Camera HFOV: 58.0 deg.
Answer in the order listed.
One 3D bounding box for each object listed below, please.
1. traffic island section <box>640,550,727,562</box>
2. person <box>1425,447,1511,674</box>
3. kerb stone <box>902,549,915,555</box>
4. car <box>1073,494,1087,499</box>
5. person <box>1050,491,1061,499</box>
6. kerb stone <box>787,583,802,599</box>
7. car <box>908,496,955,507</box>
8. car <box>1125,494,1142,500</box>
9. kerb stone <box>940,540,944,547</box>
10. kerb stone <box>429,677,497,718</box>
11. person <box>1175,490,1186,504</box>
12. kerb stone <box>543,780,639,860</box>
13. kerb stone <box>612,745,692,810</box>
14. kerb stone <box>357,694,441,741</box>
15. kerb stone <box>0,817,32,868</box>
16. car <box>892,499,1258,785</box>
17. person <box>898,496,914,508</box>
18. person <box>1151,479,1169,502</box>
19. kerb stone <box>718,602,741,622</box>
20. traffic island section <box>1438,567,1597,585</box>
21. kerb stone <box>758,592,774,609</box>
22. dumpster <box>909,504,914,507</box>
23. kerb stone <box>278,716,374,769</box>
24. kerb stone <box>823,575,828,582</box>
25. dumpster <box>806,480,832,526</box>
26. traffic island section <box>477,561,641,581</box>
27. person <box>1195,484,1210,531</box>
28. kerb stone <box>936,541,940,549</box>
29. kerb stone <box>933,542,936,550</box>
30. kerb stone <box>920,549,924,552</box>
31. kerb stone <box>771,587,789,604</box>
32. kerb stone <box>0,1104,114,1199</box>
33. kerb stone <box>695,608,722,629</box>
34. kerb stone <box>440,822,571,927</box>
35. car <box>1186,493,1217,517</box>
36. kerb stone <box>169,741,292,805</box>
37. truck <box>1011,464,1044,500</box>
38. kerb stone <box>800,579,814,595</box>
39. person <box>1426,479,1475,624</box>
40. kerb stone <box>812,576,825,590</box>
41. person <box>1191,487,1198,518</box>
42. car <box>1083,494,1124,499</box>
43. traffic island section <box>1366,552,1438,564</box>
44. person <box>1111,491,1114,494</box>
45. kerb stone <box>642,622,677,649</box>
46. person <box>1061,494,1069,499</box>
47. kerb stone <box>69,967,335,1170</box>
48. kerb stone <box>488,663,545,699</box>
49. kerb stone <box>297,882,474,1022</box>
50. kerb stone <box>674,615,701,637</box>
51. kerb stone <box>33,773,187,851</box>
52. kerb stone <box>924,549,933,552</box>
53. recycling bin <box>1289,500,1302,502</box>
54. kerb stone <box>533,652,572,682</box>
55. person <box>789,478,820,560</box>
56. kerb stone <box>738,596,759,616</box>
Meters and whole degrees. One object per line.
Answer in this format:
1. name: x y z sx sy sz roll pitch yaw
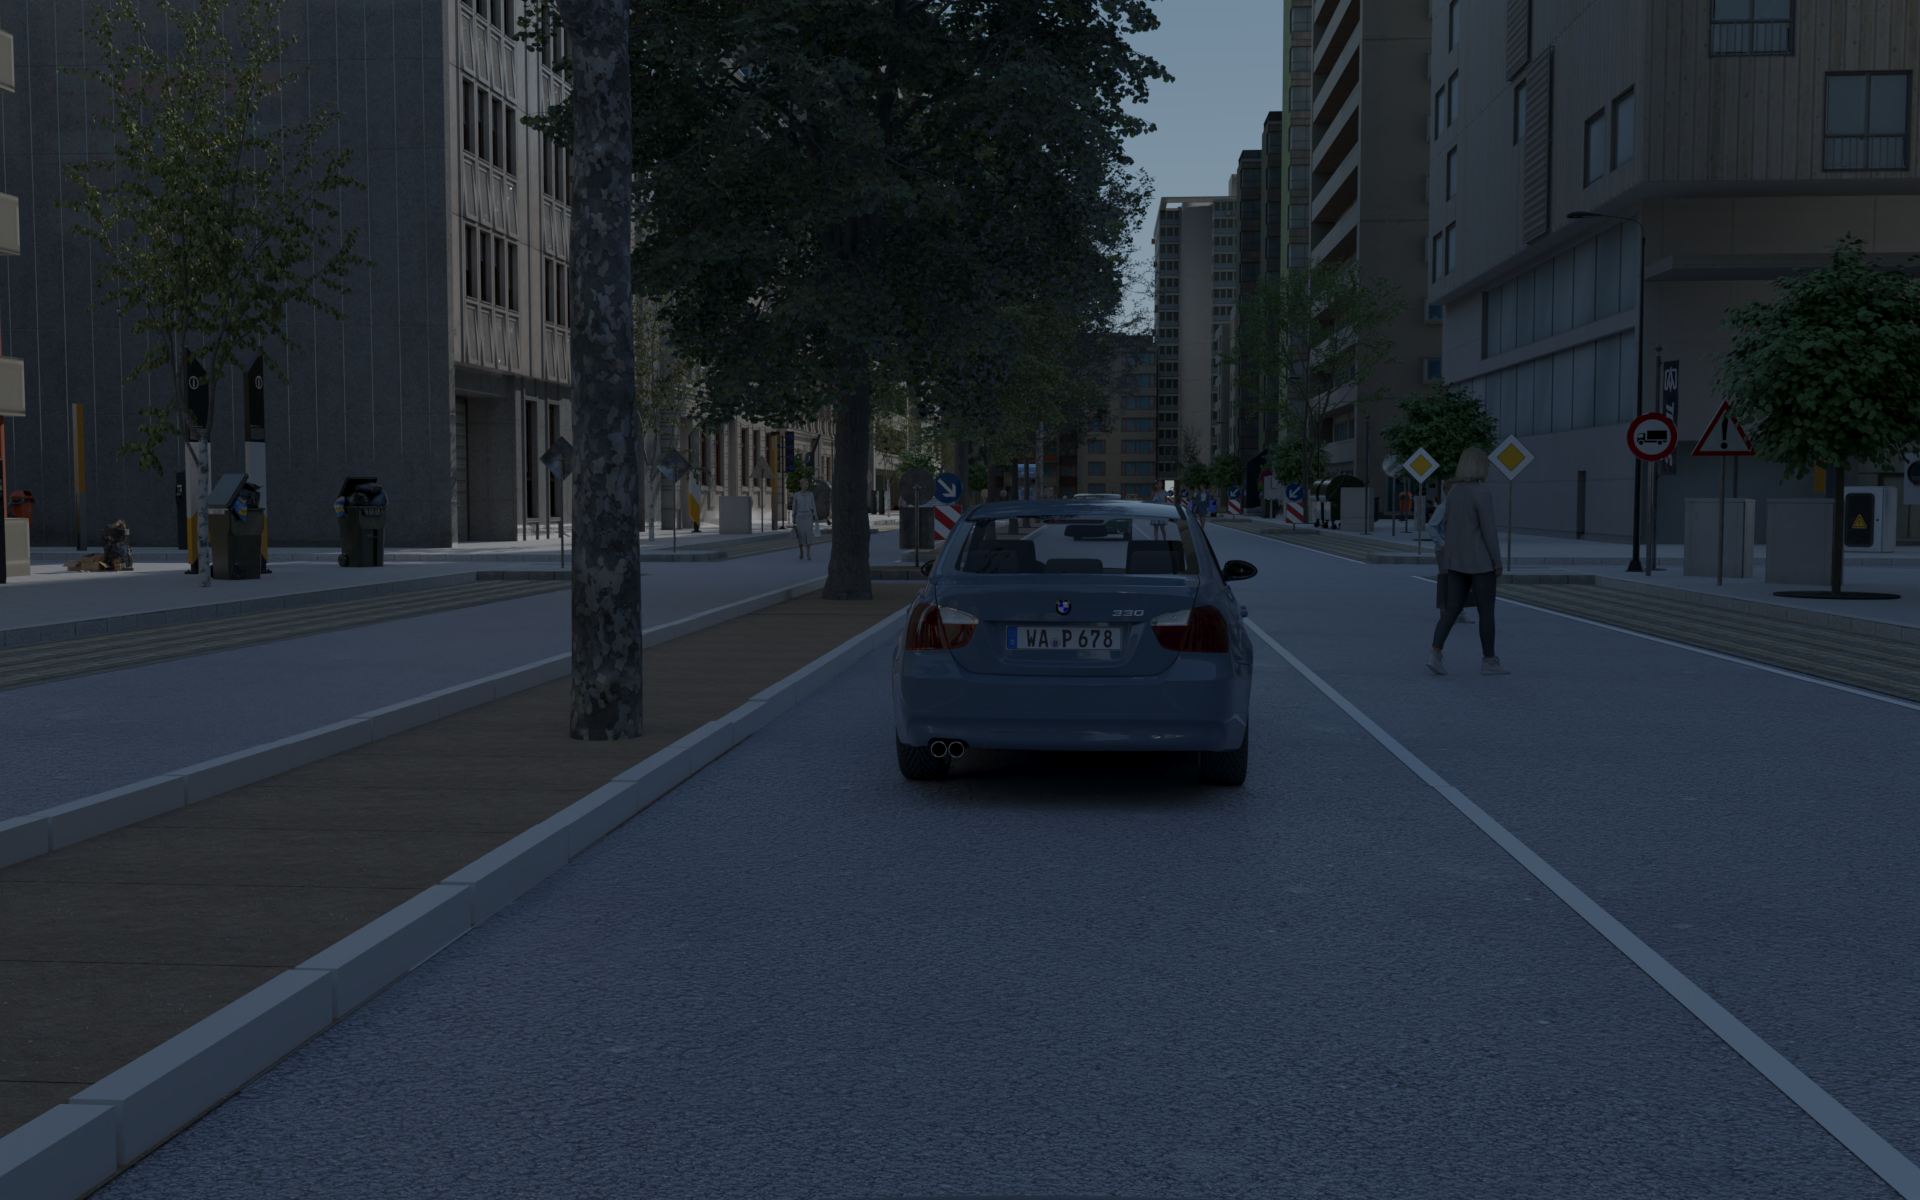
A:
1. traffic island section: -6.281 -0.961 37.992 2.009 0.180 2.903 0 4 5
2. person: 4.002 -0.312 13.790 0.728 1.800 0.709 -1 4 -22
3. kerb stone: -1.169 -1.006 38.641 0.120 0.150 1.000 0 4 5
4. car: 6.239 -4.610 85.595 2.015 1.641 3.980 0 4 6
5. person: 10.269 -10.901 186.825 1.348 1.812 0.705 0 4 0
6. kerb stone: -2.347 -0.095 23.746 0.120 0.150 1.000 0 4 5
7. car: -0.934 -3.360 67.292 2.083 1.381 4.827 0 4 5
8. car: 18.129 -10.520 182.223 2.015 1.641 3.980 0 4 5
9. kerb stone: -0.604 -1.444 45.812 0.120 0.150 1.000 0 4 5
10. kerb stone: -3.324 0.655 11.491 0.120 0.150 1.000 0 4 5
11. person: 18.430 -8.267 144.382 1.217 1.735 0.721 -2 4 -27
12. kerb stone: -1.545 0.920 7.250 0.120 0.150 1.000 0 4 5
13. kerb stone: -1.467 0.851 8.275 0.120 0.150 1.000 0 4 5
14. kerb stone: -3.400 0.717 10.472 0.120 0.150 1.000 0 4 5
15. kerb stone: -3.722 0.967 6.386 0.120 0.150 1.000 0 4 5
16. car: 0.706 0.130 9.885 2.014 1.417 4.499 0 4 6
17. person: -2.735 -4.725 86.022 0.850 1.792 0.678 3 4 39
18. person: 5.173 -2.239 45.199 0.616 1.811 0.778 1 4 23
19. kerb stone: -2.674 0.155 19.663 0.120 0.150 1.000 0 4 5
20. traffic island section: 9.130 -0.396 28.763 2.009 0.180 2.903 0 4 5
21. kerb stone: -2.513 0.032 21.700 0.120 0.150 1.000 0 4 5
22. dumpster: -2.868 -6.383 106.862 1.502 2.255 1.985 0 4 4
23. kerb stone: -3.483 0.788 9.452 0.120 0.150 1.000 0 4 5
24. kerb stone: -2.109 -0.279 26.808 0.120 0.150 1.000 0 4 5
25. dumpster: -5.759 -3.985 70.914 1.264 1.857 1.865 0 4 5
26. traffic island section: -6.911 -0.474 30.032 2.009 0.180 2.903 0 4 5
27. person: 9.499 -3.614 67.606 0.581 1.822 0.654 2 4 25
28. kerb stone: -0.686 -1.382 44.793 0.120 0.150 1.000 0 4 5
29. kerb stone: -0.765 -1.318 43.771 0.120 0.150 1.000 0 4 5
30. kerb stone: -1.012 -1.132 40.696 0.120 0.150 1.000 0 4 5
31. kerb stone: -2.429 -0.032 22.719 0.120 0.150 1.000 0 4 5
32. kerb stone: -1.872 1.165 3.144 0.120 0.150 1.000 0 4 5
33. kerb stone: -2.751 0.218 18.626 0.120 0.150 1.000 0 4 5
34. kerb stone: -1.621 0.976 6.230 0.120 0.150 1.000 0 4 5
35. car: 15.199 -6.067 108.787 1.945 1.707 3.694 0 4 4
36. kerb stone: -3.555 0.844 8.432 0.120 0.150 1.000 0 4 5
37. truck: 6.549 -10.516 161.689 2.967 4.110 18.799 0 4 4
38. kerb stone: -2.267 -0.157 24.765 0.120 0.150 1.000 0 4 5
39. person: 5.426 -0.540 19.142 0.589 1.601 0.330 -2 4 -25
40. kerb stone: -2.189 -0.220 25.787 0.120 0.150 1.000 0 4 5
41. person: 13.268 -5.442 97.435 0.622 1.834 0.822 1 4 19
42. car: 4.517 -2.624 54.701 2.131 1.459 4.920 0 4 5
43. traffic island section: 9.760 -0.883 36.723 2.009 0.180 2.903 0 4 5
44. person: 16.075 -10.669 183.760 0.721 1.723 1.217 -1 4 -22
45. kerb stone: -2.914 0.346 16.589 0.120 0.150 1.000 0 4 5
46. person: 8.957 -8.344 148.108 0.799 1.438 0.628 -2 4 -33
47. kerb stone: -1.790 1.102 4.171 0.120 0.150 1.000 0 4 5
48. kerb stone: -3.238 0.594 12.509 0.120 0.150 1.000 0 4 5
49. kerb stone: -1.707 1.043 5.198 0.120 0.150 1.000 0 4 5
50. kerb stone: -2.832 0.288 17.608 0.120 0.150 1.000 0 4 5
51. kerb stone: -3.639 0.908 7.411 0.120 0.150 1.000 0 4 5
52. kerb stone: -0.846 -1.257 42.750 0.120 0.150 1.000 0 4 5
53. recycling bin: 15.043 -3.945 77.049 0.722 1.027 0.722 0 4 1
54. kerb stone: -3.161 0.530 13.529 0.120 0.150 1.000 0 4 5
55. person: -3.358 -1.768 37.754 0.694 1.780 0.624 0 4 6
56. kerb stone: -2.586 0.093 20.681 0.120 0.150 1.000 0 4 5
